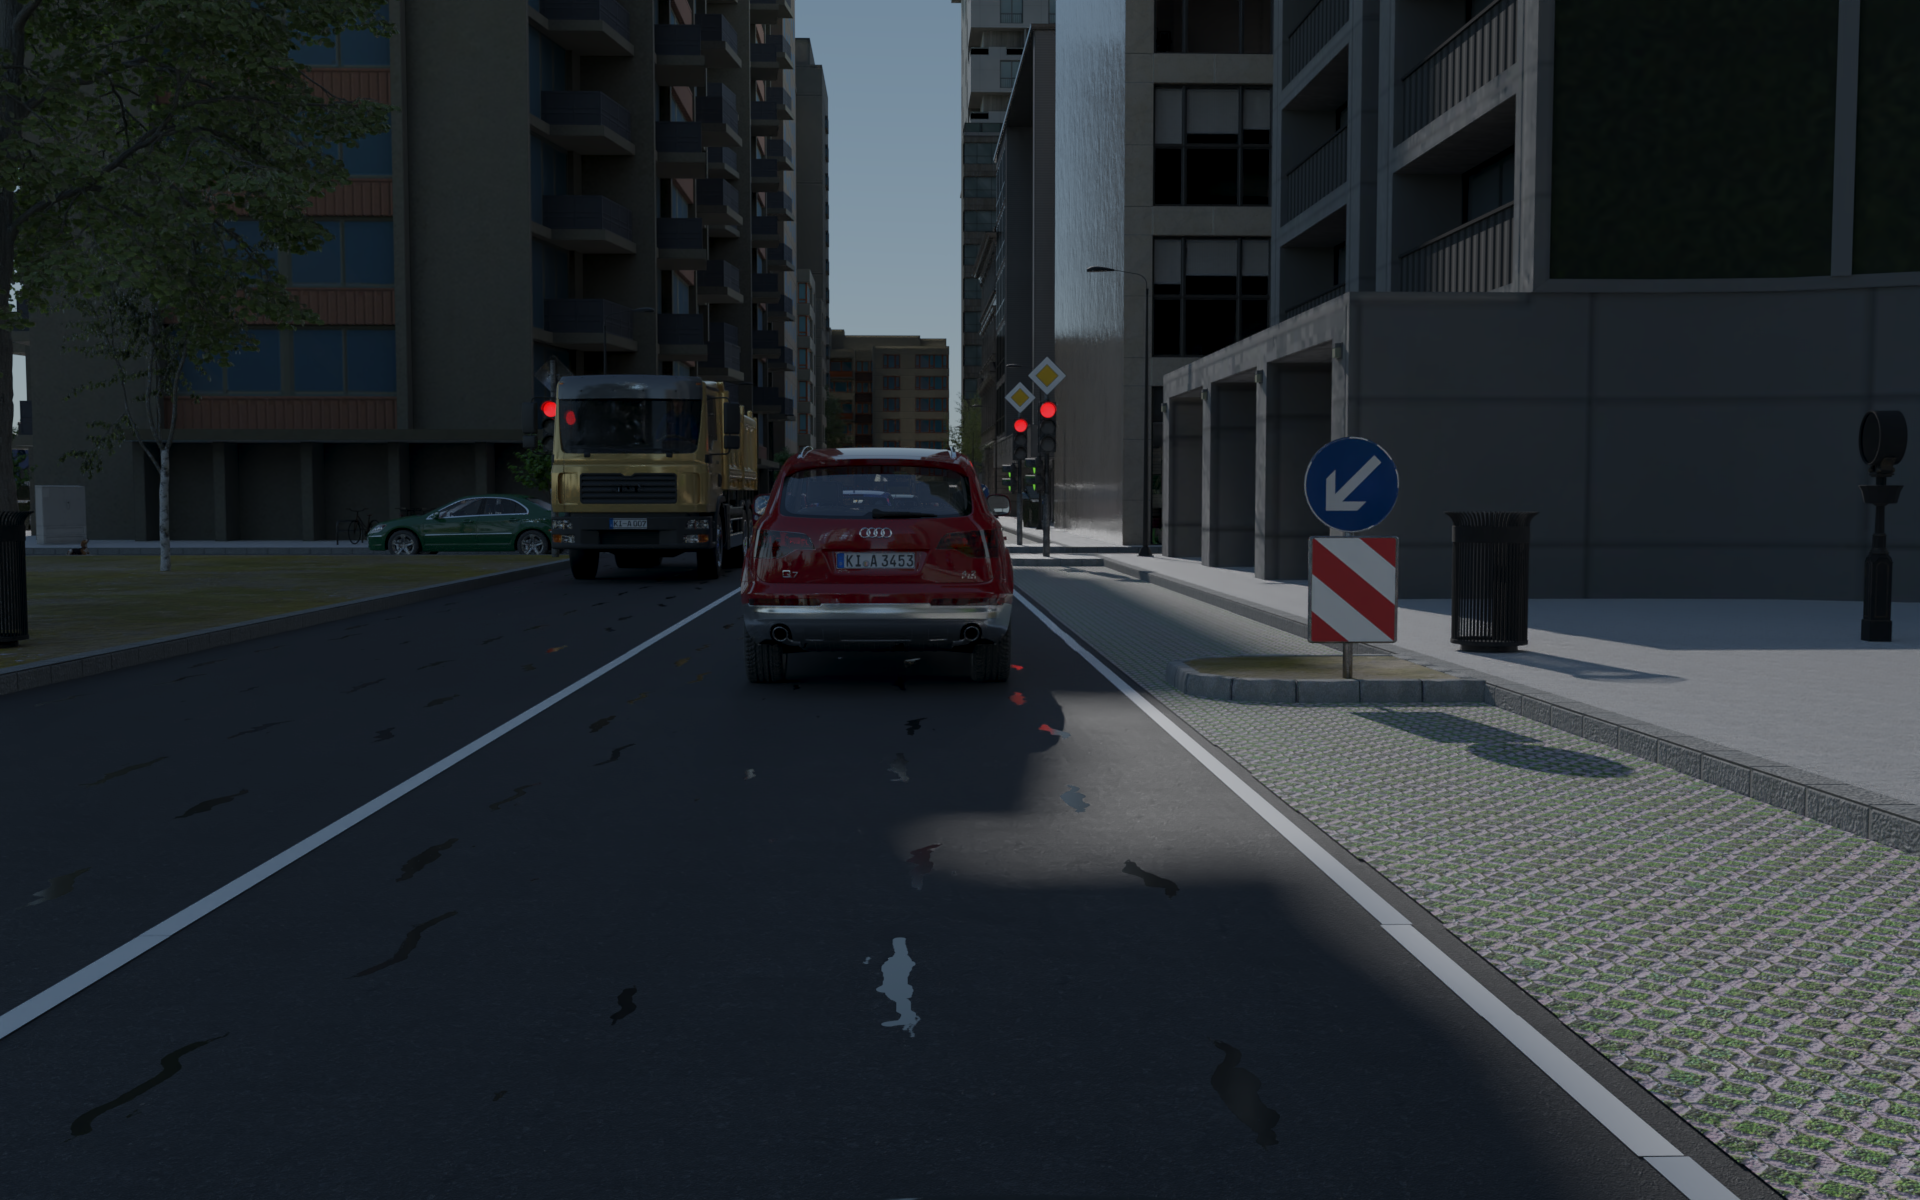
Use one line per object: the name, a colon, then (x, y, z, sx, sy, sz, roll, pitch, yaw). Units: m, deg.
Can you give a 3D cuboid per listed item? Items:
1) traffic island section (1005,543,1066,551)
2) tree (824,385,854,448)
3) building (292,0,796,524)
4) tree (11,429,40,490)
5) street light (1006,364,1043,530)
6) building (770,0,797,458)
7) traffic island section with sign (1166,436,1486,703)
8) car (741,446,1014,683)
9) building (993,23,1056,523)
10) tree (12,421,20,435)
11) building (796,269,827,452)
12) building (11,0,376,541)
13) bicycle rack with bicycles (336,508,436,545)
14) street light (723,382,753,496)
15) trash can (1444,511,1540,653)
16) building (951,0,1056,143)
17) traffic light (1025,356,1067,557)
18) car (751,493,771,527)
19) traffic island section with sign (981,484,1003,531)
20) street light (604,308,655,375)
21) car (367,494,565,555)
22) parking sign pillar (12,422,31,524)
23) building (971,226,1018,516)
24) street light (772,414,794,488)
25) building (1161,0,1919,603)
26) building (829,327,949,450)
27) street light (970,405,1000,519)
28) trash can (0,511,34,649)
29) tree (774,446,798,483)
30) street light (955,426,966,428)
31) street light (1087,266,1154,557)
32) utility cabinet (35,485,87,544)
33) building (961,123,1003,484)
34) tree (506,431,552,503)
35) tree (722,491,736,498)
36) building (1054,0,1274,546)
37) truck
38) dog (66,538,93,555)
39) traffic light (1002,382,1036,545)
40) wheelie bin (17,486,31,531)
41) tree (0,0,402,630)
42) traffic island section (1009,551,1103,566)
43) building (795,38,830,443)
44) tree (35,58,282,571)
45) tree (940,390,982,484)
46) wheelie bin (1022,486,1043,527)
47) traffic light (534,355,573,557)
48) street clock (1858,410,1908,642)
traffic island section: (1.521, -1.299, 43.526, 2.009, 0.180, 2.903, 0, 4, -2)
tree: (-13.959, -15.267, 167.740, 7.486, 12.596, 7.792, 0, 3, 0)
building: (-20.789, -27.028, 96.526, 22.147, 44.769, 28.867, 0, 4, -2)
tree: (-24.353, -2.991, 43.508, 1.663, 3.219, 1.824, 0, 3, 0)
street light: (2.346, -5.481, 62.151, 1.470, 5.913, 1.316, 0, 4, -2)
building: (-19.173, -29.042, 124.954, 14.600, 45.320, 14.200, 0, 4, -2)
traffic island section with sign: (2.576, -0.252, 12.746, 1.989, 1.847, 2.006, 0, 4, -2)
car: (-0.669, -0.369, 14.704, 2.281, 1.827, 5.304, 0, 4, -2)
building: (9.515, -16.234, 84.488, 14.314, 24.678, 30.058, 0, 4, -2)
tree: (-40.784, -5.608, 75.410, 4.285, 4.588, 4.351, 0, 3, 0)
building: (-25.830, -18.479, 147.178, 27.650, 21.520, 28.899, 0, 4, -2)
building: (-19.261, -24.735, 59.043, 22.147, 44.769, 28.867, 0, 4, -2)
bicycle rack with bicycles: (-14.655, -1.911, 44.632, 2.852, 0.926, 2.925, 0, 4, 2)
street light: (-9.308, -6.092, 72.151, 1.470, 5.913, 1.316, 0, 4, -2)
trash can: (4.335, -0.153, 14.163, 0.748, 1.137, 0.748, 0, 3, 0)
building: (13.936, -34.857, 159.151, 28.713, 52.752, 27.495, 0, 4, -2)
traffic light: (1.754, -2.845, 35.430, 0.839, 4.253, 0.868, 0, 4, -2)
car: (-5.542, -2.802, 54.846, 2.155, 1.783, 4.494, 0, 4, 0)
traffic island section with sign: (0.673, -3.655, 68.395, 1.989, 1.847, 2.006, 0, 4, -2)
street light: (-8.298, -4.326, 43.275, 1.470, 5.913, 1.316, 0, 4, -2)
car: (-10.673, -1.634, 38.518, 4.920, 1.459, 2.131, 0, 4, -1)
parking sign pillar: (-34.477, -4.630, 64.165, 1.447, 3.967, 1.447, 2, 4, 27)
building: (6.380, -14.958, 109.191, 10.561, 19.102, 19.286, 0, 4, -2)
street light: (-10.315, -7.834, 100.625, 1.470, 5.913, 1.316, 0, 4, -2)
building: (14.740, -35.815, 23.821, 20.563, 71.187, 20.611, 0, 4, -2)
building: (-16.151, -22.659, 215.507, 28.899, 21.520, 27.650, 0, 4, -2)
street light: (1.344, -7.203, 90.311, 1.470, 5.913, 1.316, 0, 4, -2)
trash can: (-8.145, -0.173, 14.479, 0.748, 1.137, 0.748, 0, 3, 0)
tree: (-11.777, -8.146, 116.902, 4.285, 4.588, 4.351, 0, 3, 0)
street light: (0.365, -8.926, 118.480, 1.470, 5.913, 1.316, 0, 4, -2)
street light: (3.278, -3.849, 35.469, 1.470, 5.913, 1.316, 0, 4, -2)
utility cabinet: (-22.848, -2.162, 44.034, 0.318, 1.500, 1.173, 2, 4, 28)
building: (7.039, -22.410, 138.111, 14.160, 30.474, 14.107, 0, 4, -2)
tree: (-9.948, -2.895, 41.935, 1.663, 3.219, 1.824, 0, 3, 0)
tree: (-10.646, -5.230, 80.109, 1.663, 3.219, 1.824, 0, 3, 0)
building: (20.706, -15.167, 52.494, 34.151, 26.468, 19.350, 0, 4, -2)
truck: (-5.352, -2.164, 31.304, 3.469, 3.379, 9.791, 0, 4, -2)
dog: (-20.338, -1.214, 40.045, 0.550, 0.427, 0.748, -3, 5, -43)
traffic light: (1.480, -3.333, 43.410, 0.839, 4.253, 0.868, 0, 4, -2)
wheelie bin: (-32.958, -3.222, 60.587, 0.980, 1.594, 0.693, -3, 5, -43)
tree: (-8.930, -6.017, 16.502, 7.486, 12.596, 7.792, 0, 3, 0)
traffic island section: (1.795, -0.811, 35.545, 2.009, 0.180, 2.903, 0, 4, -2)
building: (-24.709, -34.139, 181.874, 21.600, 48.544, 21.300, 0, 4, -2)
tree: (-13.391, -4.805, 28.932, 4.360, 8.622, 3.978, 0, 3, 0)
tree: (1.634, -10.792, 126.808, 4.737, 8.622, 4.395, 0, 3, 0)
wheelie bin: (2.745, -3.593, 66.657, 0.980, 1.594, 0.693, -2, 4, -32)
traffic light: (-8.201, -2.823, 35.074, 0.839, 4.253, 0.868, 0, 4, -2)
street clock: (7.999, -0.642, 15.061, 0.358, 2.002, 0.471, 0, 4, 6)
